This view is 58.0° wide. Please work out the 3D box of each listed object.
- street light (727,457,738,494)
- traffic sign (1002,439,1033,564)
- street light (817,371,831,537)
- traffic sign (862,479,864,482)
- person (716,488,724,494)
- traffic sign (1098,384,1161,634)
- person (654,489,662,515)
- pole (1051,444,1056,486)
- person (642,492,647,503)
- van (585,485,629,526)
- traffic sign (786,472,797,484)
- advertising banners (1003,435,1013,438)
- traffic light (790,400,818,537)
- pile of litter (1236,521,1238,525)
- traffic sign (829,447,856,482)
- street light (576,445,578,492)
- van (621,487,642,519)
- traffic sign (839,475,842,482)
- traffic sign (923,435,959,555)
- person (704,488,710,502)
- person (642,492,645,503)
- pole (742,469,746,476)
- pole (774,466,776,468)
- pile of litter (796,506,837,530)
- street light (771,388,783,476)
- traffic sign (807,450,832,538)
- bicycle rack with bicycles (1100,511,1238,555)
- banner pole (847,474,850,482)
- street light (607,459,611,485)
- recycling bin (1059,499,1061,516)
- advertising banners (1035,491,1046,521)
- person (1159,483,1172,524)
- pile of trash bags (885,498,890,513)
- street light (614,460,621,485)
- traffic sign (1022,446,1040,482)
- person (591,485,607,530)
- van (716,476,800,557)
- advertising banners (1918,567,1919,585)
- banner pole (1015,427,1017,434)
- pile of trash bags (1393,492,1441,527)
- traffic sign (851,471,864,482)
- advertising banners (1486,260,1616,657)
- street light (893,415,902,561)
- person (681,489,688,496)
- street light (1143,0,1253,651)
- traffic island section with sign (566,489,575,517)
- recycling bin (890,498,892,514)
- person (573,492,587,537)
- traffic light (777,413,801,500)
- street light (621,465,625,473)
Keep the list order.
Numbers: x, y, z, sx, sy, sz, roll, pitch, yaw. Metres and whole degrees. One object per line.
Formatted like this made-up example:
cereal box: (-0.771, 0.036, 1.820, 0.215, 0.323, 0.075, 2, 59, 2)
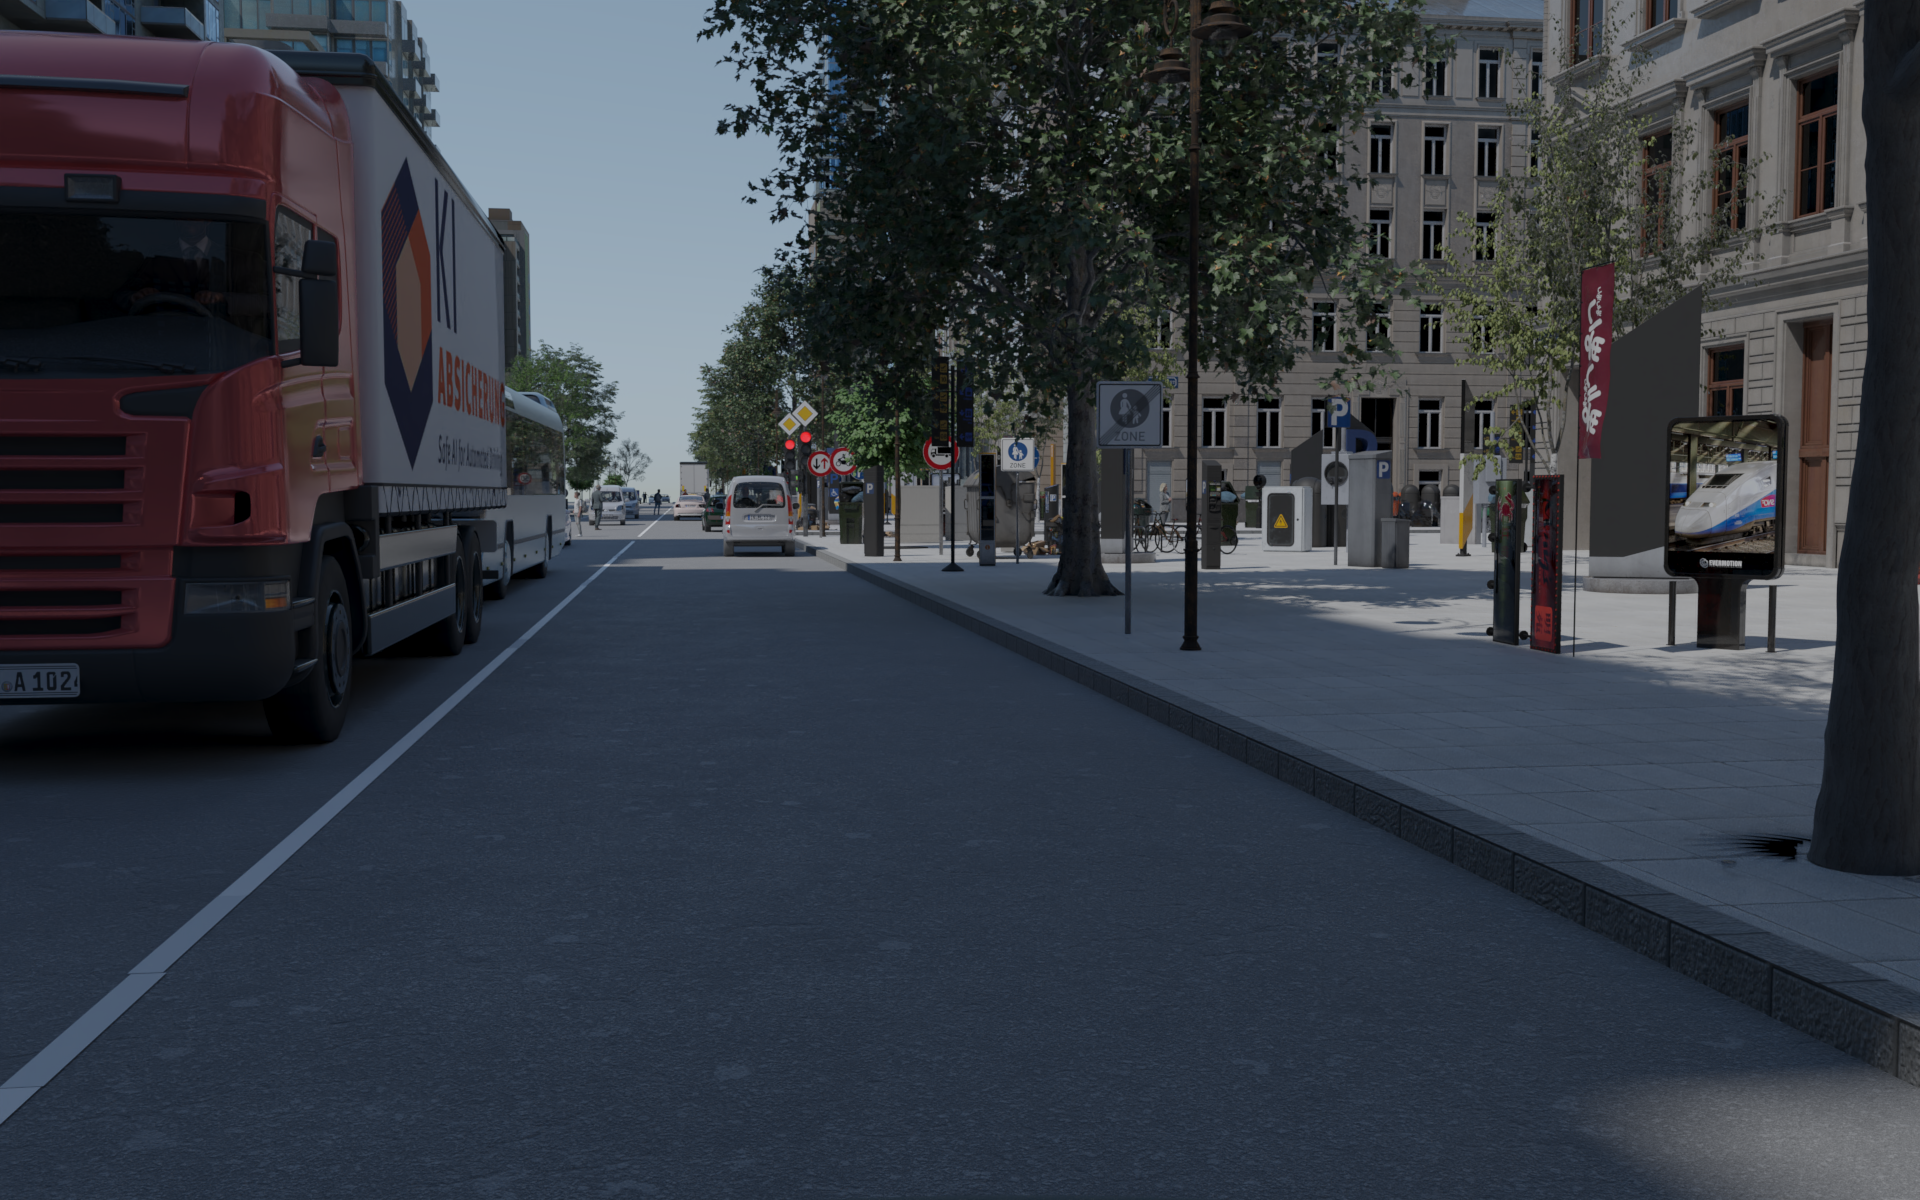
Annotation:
street light: (-19.880, -10.919, 151.312, 0.468, 5.910, 1.993, -1, 4, -9)
traffic sign: (1.056, -1.812, 31.752, 0.606, 2.300, 0.079, 0, 4, 0)
street light: (-4.093, -4.830, 51.757, 0.468, 5.910, 1.993, -1, 4, -9)
traffic sign: (-3.565, -3.978, 67.162, 0.606, 2.300, 0.079, 0, 4, -1)
person: (-14.862, -6.002, 106.890, 0.793, 1.790, 0.793, 3, 4, 36)
traffic sign: (1.539, -0.837, 15.813, 0.606, 2.300, 0.079, 0, 4, -4)
person: (-20.730, -6.726, 118.812, 0.623, 1.781, 0.721, 0, 4, 4)
pole: (3.805, -4.702, 70.728, 0.158, 3.312, 0.155, 0, 3, 0)
person: (-51.148, -16.718, 281.857, 1.348, 1.822, 0.705, -3, 4, -38)
van: (-16.329, -4.476, 80.191, 2.013, 2.044, 4.112, -1, 4, -11)
traffic sign: (-9.458, -5.928, 97.021, 0.768, 2.556, 0.104, -1, 4, -9)
advertising banners: (0.959, -3.344, 50.870, 0.090, 3.025, 2.074, 3, 4, 37)
traffic light: (-4.668, -3.860, 52.035, 0.839, 4.253, 0.868, -1, 4, -9)
pile of litter: (10.936, -3.527, 71.625, 1.176, 0.858, 1.719, 1, 4, 10)
traffic sign: (-3.149, -2.864, 46.931, 0.768, 2.556, 0.104, 0, 4, -1)
street light: (-33.739, -10.997, 152.595, 0.468, 5.910, 1.993, -1, 4, -9)
van: (-19.640, -5.774, 101.414, 2.013, 2.044, 4.112, -1, 4, -10)
traffic sign: (-7.390, -6.274, 102.687, 0.768, 2.556, 0.104, 0, 4, -1)
traffic sign: (-0.397, -2.222, 36.442, 0.768, 2.556, 0.104, 0, 4, -4)
person: (-15.256, -5.800, 103.611, 0.573, 1.790, 0.520, 1, 4, 22)
person: (-52.612, -17.115, 288.321, 1.348, 1.826, 0.705, 3, 5, 43)
pole: (-13.538, -7.017, 108.572, 0.158, 3.312, 0.155, 0, 3, 0)
pole: (-13.189, -7.953, 123.872, 0.158, 3.312, 0.155, 0, 3, 0)
pile of litter: (-5.148, -2.920, 61.701, 1.719, 0.858, 1.176, -1, 4, -17)
street light: (-8.008, -6.298, 75.754, 0.468, 5.910, 1.993, -1, 4, -9)
traffic sign: (-4.079, -3.093, 50.683, 0.768, 2.556, 0.104, -1, 4, -8)
bicycle rack with bicycles: (4.172, -1.456, 37.188, 2.852, 0.926, 2.925, -2, 4, -30)
banner pole: (-6.544, -6.838, 101.819, 0.401, 3.779, 0.863, 1, 4, 9)
street light: (-43.733, -14.877, 216.024, 0.468, 5.910, 1.993, -1, 4, -9)
recycling bin: (5.060, -4.182, 80.925, 0.722, 1.027, 0.722, -1, 4, -15)
advertising banners: (3.270, -5.304, 82.901, 2.074, 3.025, 0.090, -1, 4, -12)
person: (6.767, -2.941, 56.774, 0.537, 1.800, 0.526, -3, 5, -44)
pile of trash bags: (-6.469, -6.416, 114.651, 3.447, 1.369, 1.912, -1, 4, -21)
street light: (-46.690, -16.030, 234.879, 0.468, 5.910, 1.993, -1, 4, -9)
traffic sign: (1.536, -2.555, 41.876, 0.768, 2.556, 0.104, 0, 4, 0)
person: (-14.335, -3.683, 68.895, 0.661, 1.801, 0.590, 2, 4, 35)
van: (-4.782, -2.082, 41.053, 2.013, 2.044, 4.112, 0, 4, -7)
advertising banners: (13.602, -1.727, 24.417, 2.074, 3.025, 0.090, -2, 4, -24)
banner pole: (2.101, -4.577, 64.853, 0.401, 3.779, 0.863, 0, 4, -7)
pile of trash bags: (17.386, -3.519, 67.292, 1.912, 1.369, 3.447, 3, 4, 36)
traffic sign: (-3.463, -3.688, 60.409, 0.768, 2.556, 0.104, 0, 4, -2)
advertising banners: (4.768, -1.093, 14.058, 0.090, 3.025, 2.074, 0, 4, -7)
street light: (-1.193, -3.677, 32.900, 0.468, 5.910, 1.993, -1, 4, -9)
person: (-22.447, -8.151, 141.733, 1.348, 1.831, 0.705, -3, 5, -41)
street light: (1.897, -2.525, 14.072, 0.468, 5.910, 1.993, -1, 4, -9)
traffic island section with sign: (-24.603, -6.052, 107.580, 1.989, 1.847, 2.006, -1, 4, -9)
recycling bin: (-4.188, -6.155, 113.190, 0.722, 1.027, 0.722, 0, 4, 2)
person: (-12.837, -2.888, 58.321, 0.503, 1.515, 0.523, 2, 4, 26)
traffic light: (-5.912, -4.343, 59.923, 0.839, 4.253, 0.868, -1, 4, -9)
street light: (-49.762, -17.207, 254.121, 0.468, 5.910, 1.993, -1, 4, -9)
